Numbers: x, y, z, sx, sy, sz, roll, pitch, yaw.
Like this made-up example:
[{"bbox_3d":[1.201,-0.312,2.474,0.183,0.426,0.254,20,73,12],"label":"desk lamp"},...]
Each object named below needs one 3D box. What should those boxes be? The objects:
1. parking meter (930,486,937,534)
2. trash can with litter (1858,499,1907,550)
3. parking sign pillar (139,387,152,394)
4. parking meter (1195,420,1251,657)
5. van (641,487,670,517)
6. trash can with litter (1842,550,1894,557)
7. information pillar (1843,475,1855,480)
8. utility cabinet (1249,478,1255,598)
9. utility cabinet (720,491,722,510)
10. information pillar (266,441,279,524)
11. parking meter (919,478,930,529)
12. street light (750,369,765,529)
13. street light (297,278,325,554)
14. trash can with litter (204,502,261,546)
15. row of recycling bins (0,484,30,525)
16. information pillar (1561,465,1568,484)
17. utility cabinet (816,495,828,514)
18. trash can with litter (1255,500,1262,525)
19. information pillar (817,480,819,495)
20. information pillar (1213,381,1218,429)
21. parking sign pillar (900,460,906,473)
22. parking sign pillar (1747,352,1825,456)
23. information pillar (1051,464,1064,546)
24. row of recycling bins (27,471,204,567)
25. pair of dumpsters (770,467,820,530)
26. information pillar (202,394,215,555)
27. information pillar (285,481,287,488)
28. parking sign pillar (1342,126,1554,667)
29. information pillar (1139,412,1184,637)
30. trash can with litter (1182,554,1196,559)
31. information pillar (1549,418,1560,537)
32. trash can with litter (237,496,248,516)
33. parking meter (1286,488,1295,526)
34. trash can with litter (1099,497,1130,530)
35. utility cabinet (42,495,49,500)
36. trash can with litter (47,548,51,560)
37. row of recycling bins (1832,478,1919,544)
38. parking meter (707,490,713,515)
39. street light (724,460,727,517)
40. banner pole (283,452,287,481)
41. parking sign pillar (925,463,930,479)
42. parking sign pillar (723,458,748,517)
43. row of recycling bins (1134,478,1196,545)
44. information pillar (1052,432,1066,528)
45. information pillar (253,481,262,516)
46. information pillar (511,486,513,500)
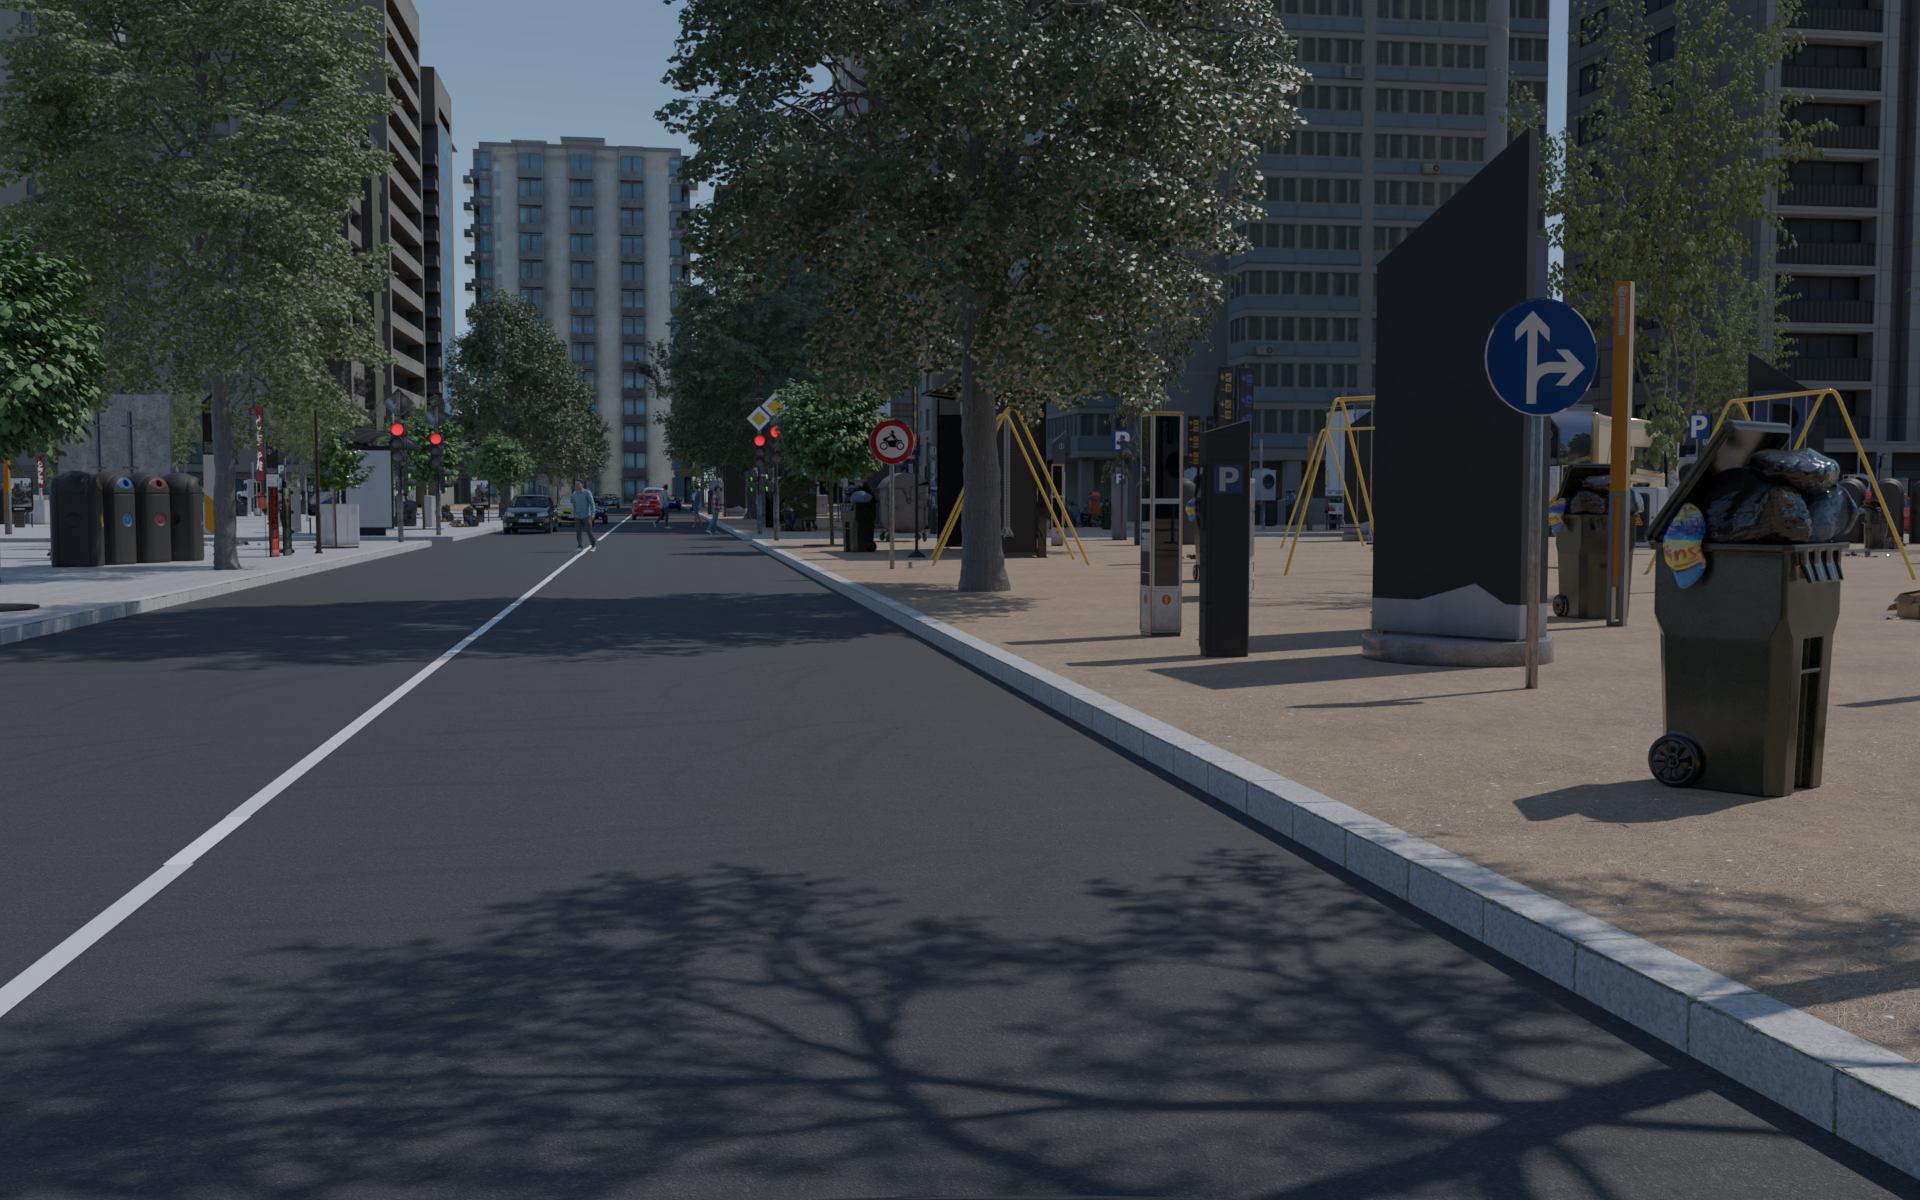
[{"bbox_3d":[-0.780,-2.884,55.565,0.372,1.533,0.369,0,3,0],"label":"parking meter"},{"bbox_3d":[21.419,-1.765,40.240,1.055,1.170,0.624,-1,4,-20],"label":"trash can with litter"},{"bbox_3d":[-20.886,-3.353,43.298,1.447,3.967,1.447,3,4,36],"label":"parking sign pillar"},{"bbox_3d":[2.073,-0.487,13.675,0.399,1.863,0.255,0,4,-4],"label":"parking meter"},{"bbox_3d":[-19.686,-6.395,111.570,2.013,2.044,4.112,-1,4,-9],"label":"van"},{"bbox_3d":[17.928,-1.500,35.582,2.233,1.210,1.678,2,4,34],"label":"trash can with litter"},{"bbox_3d":[33.645,-3.737,65.594,0.304,2.012,0.304,-1,4,-18],"label":"information pillar"},{"bbox_3d":[3.490,-0.784,21.491,0.318,1.500,1.173,1,4,12],"label":"utility cabinet"},{"bbox_3d":[-17.366,-7.239,127.039,0.318,1.500,1.173,2,4,24],"label":"utility cabinet"},{"bbox_3d":[-29.048,-5.003,73.151,0.504,3.616,0.183,0,4,-6],"label":"information pillar"},{"bbox_3d":[-1.320,-3.514,63.169,0.399,1.863,0.255,1,4,16],"label":"parking meter"},{"bbox_3d":[-7.471,-5.585,64.095,0.468,5.910,1.993,-1,4,-10],"label":"street light"},{"bbox_3d":[-13.824,-3.938,37.167,0.468,5.910,1.993,-1,4,-10],"label":"street light"},{"bbox_3d":[-18.289,-1.954,43.013,1.678,1.210,2.233,-1,4,-13],"label":"trash can with litter"},{"bbox_3d":[-40.588,-4.021,72.854,1.069,1.692,3.534,1,4,12],"label":"row of recycling bins"},{"bbox_3d":[15.409,-2.404,43.794,0.304,2.012,0.304,-3,5,-41],"label":"information pillar"},{"bbox_3d":[-8.894,-6.028,109.721,1.020,1.237,0.306,-1,4,-23],"label":"utility cabinet"},{"bbox_3d":[11.960,-3.631,70.749,0.624,1.170,1.055,3,4,38],"label":"trash can with litter"},{"bbox_3d":[-9.924,-7.871,120.052,0.183,3.616,0.504,-3,5,-40],"label":"information pillar"},{"bbox_3d":[4.870,-2.515,32.475,0.183,3.616,0.504,-1,4,-12],"label":"information pillar"},{"bbox_3d":[-3.509,-7.704,114.435,1.447,3.967,1.447,-2,4,-29],"label":"parking sign pillar"},{"bbox_3d":[15.572,-2.706,32.721,1.447,3.967,1.447,1,4,15],"label":"parking sign pillar"},{"bbox_3d":[2.413,-2.342,42.783,0.304,2.012,0.304,0,4,7],"label":"information pillar"},{"bbox_3d":[-15.342,-1.517,31.916,1.069,1.692,3.534,1,4,13],"label":"row of recycling bins"},{"bbox_3d":[-6.040,-3.731,63.491,1.574,2.255,4.437,-1,4,-10],"label":"pair of dumpsters"},{"bbox_3d":[-15.663,-2.760,36.480,0.504,3.616,0.183,-1,4,-8],"label":"information pillar"},{"bbox_3d":[-36.910,-5.505,94.497,0.304,2.012,0.304,0,4,4],"label":"information pillar"},{"bbox_3d":[3.880,-1.525,13.413,1.447,3.967,1.447,-3,5,-43],"label":"parking sign pillar"},{"bbox_3d":[1.815,-0.681,15.629,0.304,2.012,0.304,-1,4,-14],"label":"information pillar"},{"bbox_3d":[4.884,-1.432,34.467,2.233,1.210,1.678,-1,4,-12],"label":"trash can with litter"},{"bbox_3d":[17.634,-3.683,51.567,0.183,3.616,0.504,-2,4,-24],"label":"information pillar"},{"bbox_3d":[-42.026,-5.509,101.463,0.624,1.170,1.055,-1,4,-21],"label":"trash can with litter"},{"bbox_3d":[13.497,-3.812,70.741,0.372,1.533,0.369,0,3,0],"label":"parking meter"},{"bbox_3d":[5.569,-3.108,62.204,1.055,1.170,0.624,0,4,-6],"label":"trash can with litter"},{"bbox_3d":[-47.602,-4.835,90.209,0.306,1.237,1.020,-2,4,-34],"label":"utility cabinet"},{"bbox_3d":[-17.454,-1.368,33.754,1.055,1.170,0.624,2,4,33],"label":"trash can with litter"},{"bbox_3d":[23.886,-2.346,45.476,3.534,1.692,1.069,2,4,29],"label":"row of recycling bins"},{"bbox_3d":[-15.528,-6.078,107.782,0.372,1.533,0.369,0,3,0],"label":"parking meter"},{"bbox_3d":[-13.152,-7.587,96.843,0.468,5.910,1.993,-1,4,-10],"label":"street light"},{"bbox_3d":[-39.339,-6.787,100.982,0.401,3.779,0.863,-2,4,-31],"label":"banner pole"},{"bbox_3d":[-1.740,-7.791,115.855,1.447,3.967,1.447,3,4,38],"label":"parking sign pillar"},{"bbox_3d":[-12.843,-6.764,99.062,1.447,3.967,1.447,1,4,10],"label":"parking sign pillar"},{"bbox_3d":[5.990,-2.273,44.272,3.534,1.692,1.069,-2,4,-33],"label":"row of recycling bins"},{"bbox_3d":[3.709,-4.494,64.826,0.504,3.616,0.183,-1,4,-13],"label":"information pillar"},{"bbox_3d":[-40.991,-5.907,101.066,0.304,2.012,0.304,2,4,33],"label":"information pillar"},{"bbox_3d":[-28.136,-7.179,108.735,0.183,3.616,0.504,0,4,-5],"label":"information pillar"}]
